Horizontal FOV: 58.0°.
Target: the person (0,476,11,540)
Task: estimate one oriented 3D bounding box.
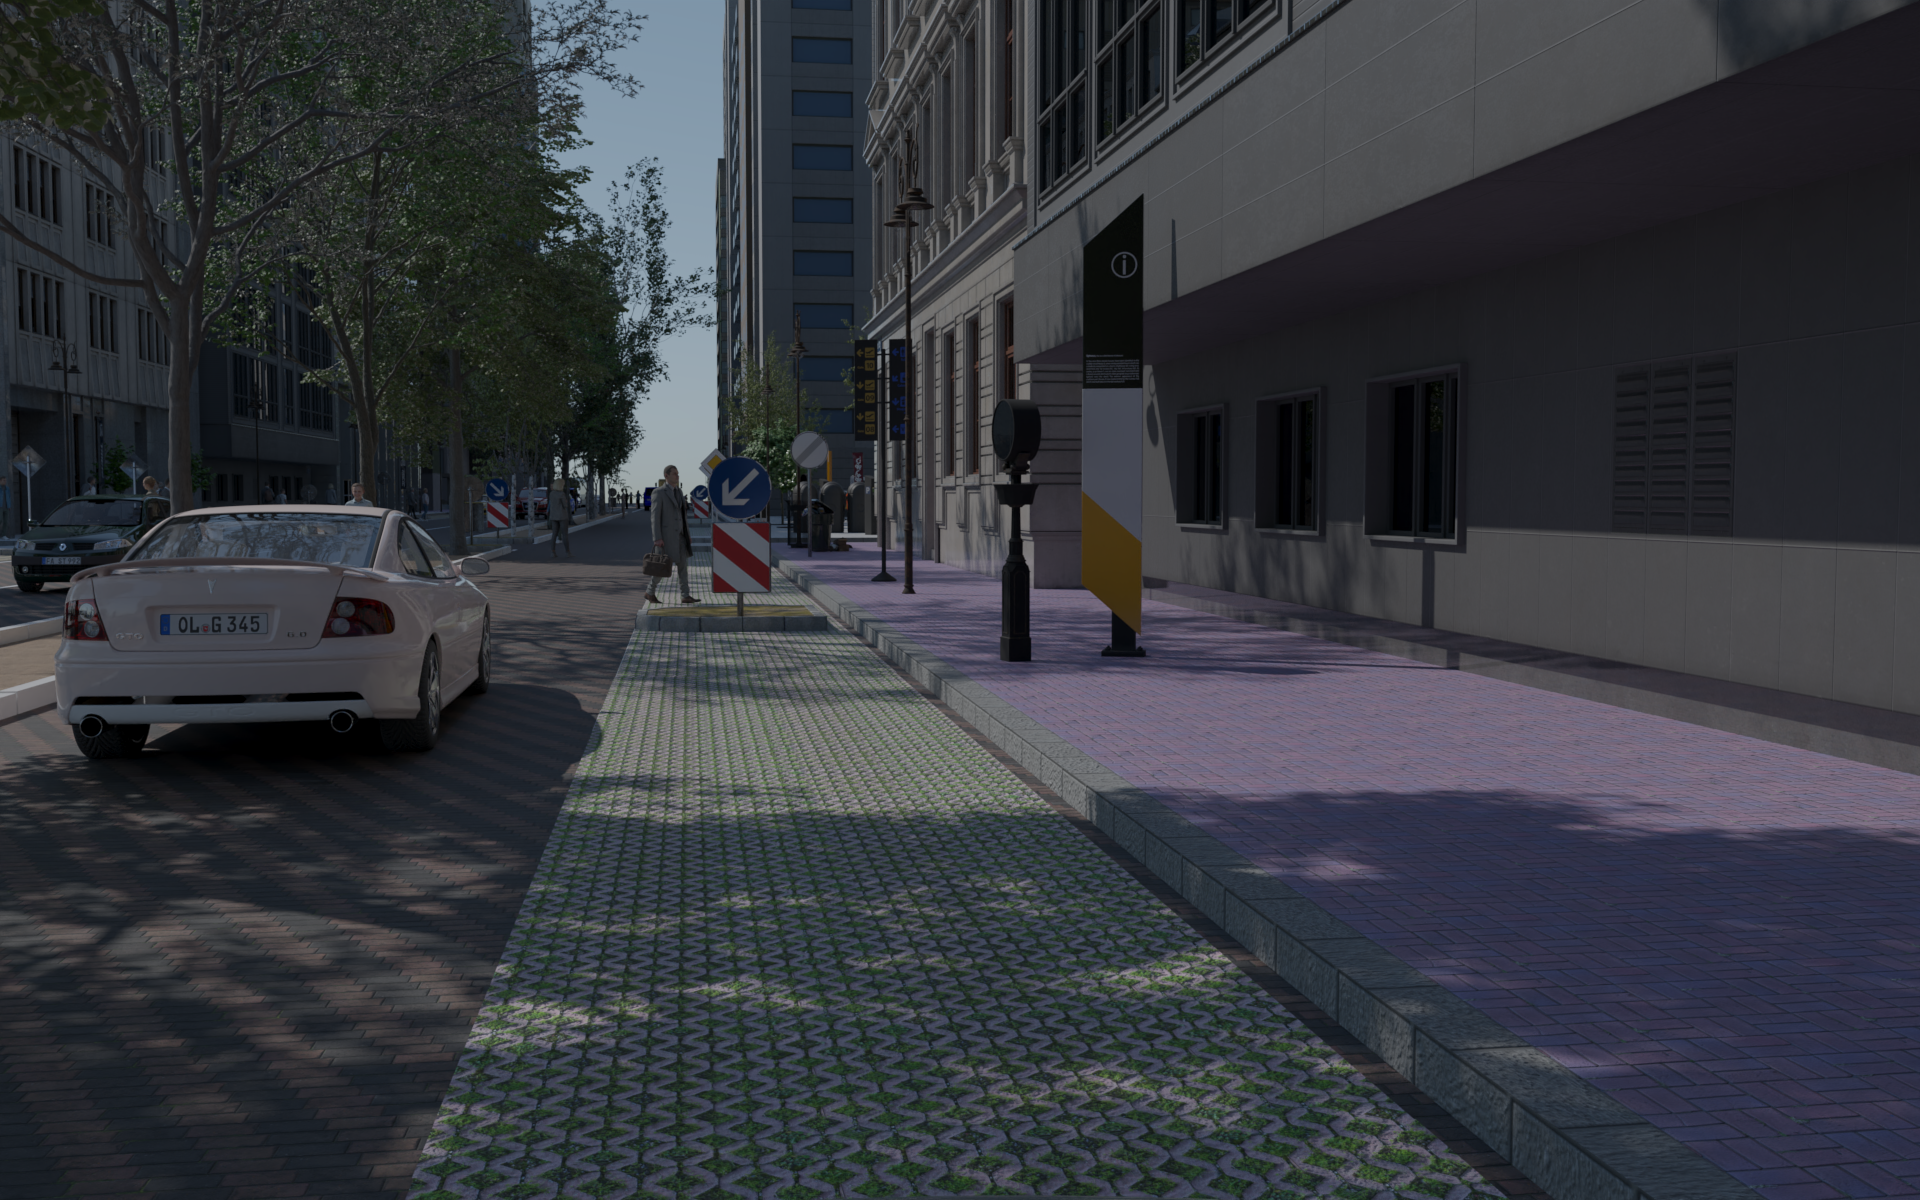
[{"bbox_3d":[-26.765,-2.568,48.371,0.444,1.785,0.601,2,4,33],"label":"person"}]

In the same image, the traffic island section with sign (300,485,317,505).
[{"bbox_3d":[-27.062,-3.867,71.860,1.989,1.847,2.006,-1,4,-9],"label":"traffic island section with sign"}]

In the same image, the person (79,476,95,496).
[{"bbox_3d":[-26.758,-2.877,53.181,0.850,1.850,0.679,0,4,3],"label":"person"}]

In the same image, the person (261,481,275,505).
[{"bbox_3d":[-29.742,-4.184,74.421,0.622,1.834,0.822,0,4,-3],"label":"person"}]

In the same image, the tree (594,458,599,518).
[{"bbox_3d":[-14.276,-6.389,57.272,4.737,8.622,4.395,0,3,0],"label":"tree"}]

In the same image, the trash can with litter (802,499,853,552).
[{"bbox_3d":[-2.956,-1.669,38.676,1.055,1.170,0.624,-3,5,-41],"label":"trash can with litter"}]

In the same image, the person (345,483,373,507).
[{"bbox_3d":[-9.401,-1.028,27.113,0.589,1.601,0.330,0,4,-8],"label":"person"}]

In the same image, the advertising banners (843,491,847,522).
[{"bbox_3d":[-5.169,-5.178,80.854,0.090,3.025,2.074,2,4,24],"label":"advertising banners"}]

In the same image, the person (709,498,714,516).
[{"bbox_3d":[-16.022,-6.012,111.461,0.362,1.253,0.373,-2,4,-29],"label":"person"}]

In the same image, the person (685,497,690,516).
[{"bbox_3d":[-17.540,-5.999,111.260,0.373,1.253,0.362,1,4,21],"label":"person"}]

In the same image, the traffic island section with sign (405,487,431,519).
[{"bbox_3d":[-31.241,-5.503,98.604,1.989,1.847,2.006,-1,4,-9],"label":"traffic island section with sign"}]

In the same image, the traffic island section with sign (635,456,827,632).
[{"bbox_3d":[-2.513,-0.622,18.799,1.989,1.847,2.006,-1,4,-9],"label":"traffic island section with sign"}]

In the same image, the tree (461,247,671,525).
[{"bbox_3d":[-17.959,-9.730,78.558,9.611,12.733,9.660,0,3,0],"label":"tree"}]

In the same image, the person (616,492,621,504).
[{"bbox_3d":[-48.194,-14.377,244.123,0.434,1.755,0.990,3,4,37],"label":"person"}]

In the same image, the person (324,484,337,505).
[{"bbox_3d":[-31.098,-4.844,85.424,0.709,1.800,0.728,1,4,9],"label":"person"}]

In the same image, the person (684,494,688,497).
[{"bbox_3d":[-30.547,-11.032,192.107,0.697,1.427,0.421,1,4,9],"label":"person"}]

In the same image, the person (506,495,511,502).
[{"bbox_3d":[-39.226,-8.616,149.379,0.705,1.822,1.348,2,4,35],"label":"person"}]

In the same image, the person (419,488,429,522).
[{"bbox_3d":[-27.779,-4.930,89.782,0.731,1.740,0.598,3,5,41],"label":"person"}]

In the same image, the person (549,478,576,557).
[{"bbox_3d":[-9.085,-1.878,39.393,0.537,1.800,0.526,3,5,45],"label":"person"}]

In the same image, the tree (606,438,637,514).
[{"bbox_3d":[-24.999,-10.433,123.406,4.360,8.622,3.978,0,3,0],"label":"tree"}]

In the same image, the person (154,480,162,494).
[{"bbox_3d":[-23.886,-2.651,51.619,0.659,1.850,0.755,0,4,5],"label":"person"}]

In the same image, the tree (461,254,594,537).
[{"bbox_3d":[-13.611,-6.096,52.490,4.737,8.622,4.395,0,3,0],"label":"tree"}]

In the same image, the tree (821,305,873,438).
[{"bbox_3d":[-2.796,-7.164,67.498,4.737,8.622,4.395,0,3,0],"label":"tree"}]

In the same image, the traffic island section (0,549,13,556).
[{"bbox_3d":[-22.272,-1.173,41.455,2.009,0.180,2.903,-1,4,-9],"label":"traffic island section"}]

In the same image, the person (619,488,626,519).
[{"bbox_3d":[-19.508,-5.580,100.080,0.374,1.781,0.599,0,4,-3],"label":"person"}]

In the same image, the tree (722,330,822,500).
[{"bbox_3d":[-8.982,-7.830,78.383,4.737,8.622,4.395,0,3,0],"label":"tree"}]

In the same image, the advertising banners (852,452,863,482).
[{"bbox_3d":[-3.571,-4.639,72.033,2.074,3.025,0.090,2,4,26],"label":"advertising banners"}]

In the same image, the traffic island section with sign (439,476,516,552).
[{"bbox_3d":[-12.290,-2.148,43.251,2.006,1.907,1.989,-1,4,-9],"label":"traffic island section with sign"}]

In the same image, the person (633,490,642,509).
[{"bbox_3d":[-31.147,-9.736,167.668,1.348,1.826,0.705,3,5,42],"label":"person"}]

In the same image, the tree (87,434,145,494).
[{"bbox_3d":[-27.234,-3.747,55.866,1.663,3.219,1.824,0,3,0],"label":"tree"}]

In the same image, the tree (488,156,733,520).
[{"bbox_3d":[-19.317,-14.517,95.697,12.611,20.169,13.585,0,3,0],"label":"tree"}]

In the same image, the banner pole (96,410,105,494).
[{"bbox_3d":[-25.560,-3.764,51.561,0.401,3.779,0.863,-3,4,-36],"label":"banner pole"}]

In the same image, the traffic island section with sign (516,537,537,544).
[{"bbox_3d":[-13.427,-2.595,50.571,2.006,1.907,1.989,-1,4,-9],"label":"traffic island section with sign"}]

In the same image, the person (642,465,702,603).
[{"bbox_3d":[-3.742,-0.850,22.501,0.767,1.812,0.694,2,4,30],"label":"person"}]

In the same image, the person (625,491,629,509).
[{"bbox_3d":[-31.957,-9.615,165.847,0.705,1.807,1.348,1,4,14],"label":"person"}]

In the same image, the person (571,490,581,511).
[{"bbox_3d":[-32.059,-8.278,143.871,1.348,1.821,0.705,1,4,11],"label":"person"}]

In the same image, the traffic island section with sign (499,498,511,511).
[{"bbox_3d":[-38.836,-8.465,147.024,1.989,1.847,2.006,-1,4,-9],"label":"traffic island section with sign"}]

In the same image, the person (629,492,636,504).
[{"bbox_3d":[-41.610,-12.830,219.005,1.217,1.736,0.721,0,4,-6],"label":"person"}]

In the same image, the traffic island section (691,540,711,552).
[{"bbox_3d":[-6.127,-1.327,43.972,2.009,0.180,2.903,-1,4,-9],"label":"traffic island section"}]

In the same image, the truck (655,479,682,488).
[{"bbox_3d":[-36.746,-13.616,218.538,3.469,3.379,9.791,-1,4,-10],"label":"truck"}]

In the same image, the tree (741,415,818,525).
[{"bbox_3d":[-7.395,-5.394,71.911,4.285,4.588,4.351,0,3,0],"label":"tree"}]

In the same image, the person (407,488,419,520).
[{"bbox_3d":[-30.500,-5.362,96.561,0.834,1.777,0.661,-3,5,-40],"label":"person"}]

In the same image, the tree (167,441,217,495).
[{"bbox_3d":[-27.973,-4.200,63.267,1.663,3.219,1.824,0,3,0],"label":"tree"}]

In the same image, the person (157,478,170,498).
[{"bbox_3d":[-19.260,-2.055,42.068,0.822,1.834,0.622,-3,4,-38],"label":"person"}]

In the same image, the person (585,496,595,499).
[{"bbox_3d":[-32.865,-8.888,153.906,0.705,1.812,1.348,3,4,38],"label":"person"}]

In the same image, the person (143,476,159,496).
[{"bbox_3d":[-15.039,-1.410,32.108,0.362,1.759,0.519,0,4,-8],"label":"person"}]

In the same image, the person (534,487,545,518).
[{"bbox_3d":[-25.397,-5.911,104.922,0.755,1.850,0.659,1,4,10],"label":"person"}]

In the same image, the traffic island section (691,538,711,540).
[{"bbox_3d":[-7.364,-1.809,51.861,2.009,0.180,2.903,-1,4,-9],"label":"traffic island section"}]

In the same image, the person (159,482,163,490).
[{"bbox_3d":[-24.308,-2.687,52.605,0.661,1.801,0.590,-1,4,-19],"label":"person"}]

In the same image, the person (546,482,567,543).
[{"bbox_3d":[-11.706,-2.536,50.315,0.601,1.785,0.444,3,4,39],"label":"person"}]

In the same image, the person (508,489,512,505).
[{"bbox_3d":[-53.225,-12.205,205.564,1.348,1.831,0.705,0,4,-8],"label":"person"}]

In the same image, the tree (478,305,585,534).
[{"bbox_3d":[-15.331,-6.666,61.804,4.360,8.622,3.978,0,3,0],"label":"tree"}]

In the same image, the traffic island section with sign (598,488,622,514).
[{"bbox_3d":[-25.076,-7.136,124.804,2.006,1.907,1.989,-1,4,-9],"label":"traffic island section with sign"}]

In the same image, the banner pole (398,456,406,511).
[{"bbox_3d":[-34.096,-7.078,105.738,0.401,3.779,0.863,2,4,28],"label":"banner pole"}]

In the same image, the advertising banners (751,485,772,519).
[{"bbox_3d":[-10.707,-5.740,90.038,2.074,3.025,0.090,0,4,-4],"label":"advertising banners"}]

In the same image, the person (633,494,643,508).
[{"bbox_3d":[-33.844,-10.557,181.898,1.217,1.735,0.721,0,4,4],"label":"person"}]
